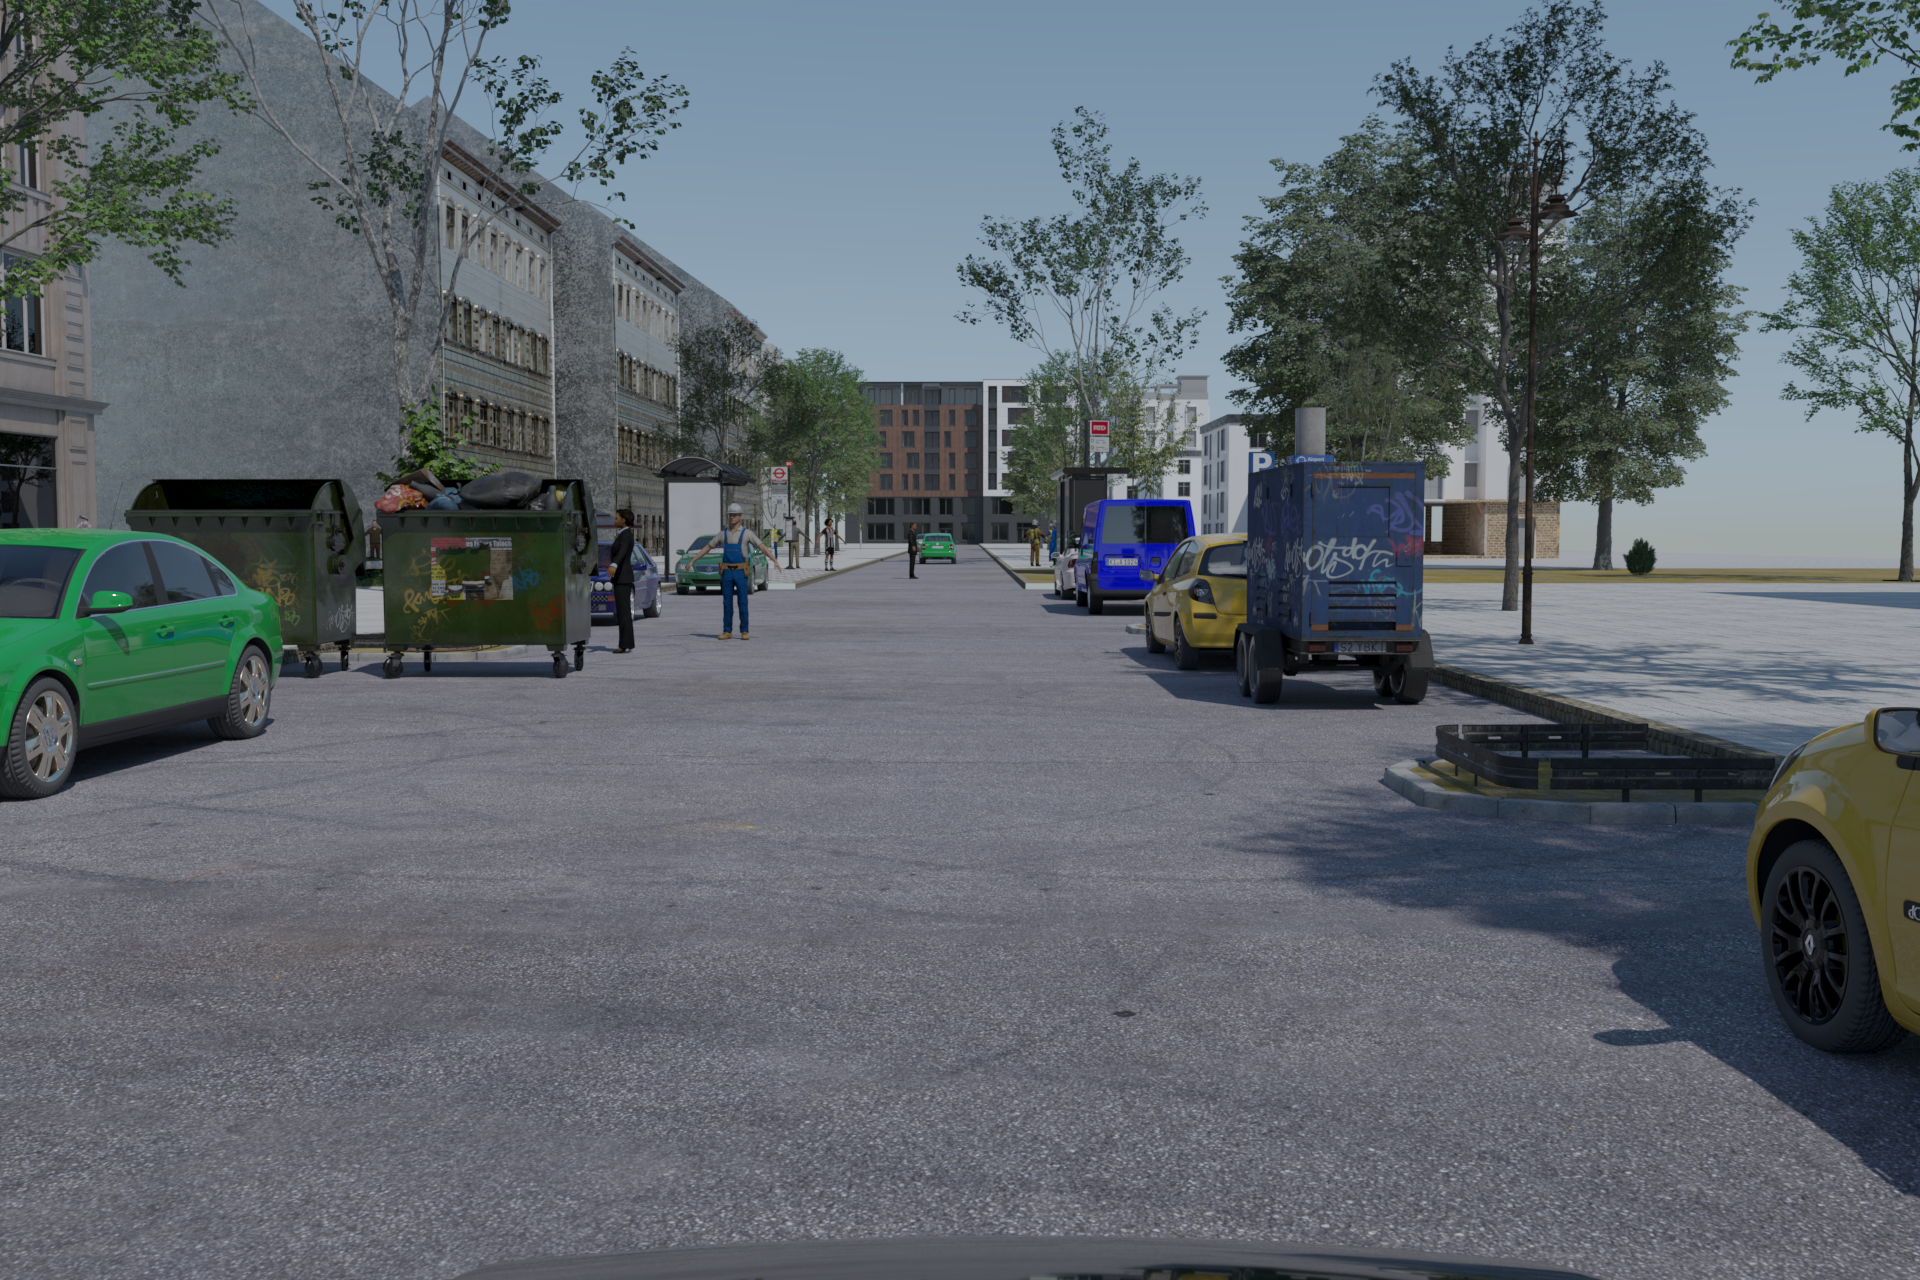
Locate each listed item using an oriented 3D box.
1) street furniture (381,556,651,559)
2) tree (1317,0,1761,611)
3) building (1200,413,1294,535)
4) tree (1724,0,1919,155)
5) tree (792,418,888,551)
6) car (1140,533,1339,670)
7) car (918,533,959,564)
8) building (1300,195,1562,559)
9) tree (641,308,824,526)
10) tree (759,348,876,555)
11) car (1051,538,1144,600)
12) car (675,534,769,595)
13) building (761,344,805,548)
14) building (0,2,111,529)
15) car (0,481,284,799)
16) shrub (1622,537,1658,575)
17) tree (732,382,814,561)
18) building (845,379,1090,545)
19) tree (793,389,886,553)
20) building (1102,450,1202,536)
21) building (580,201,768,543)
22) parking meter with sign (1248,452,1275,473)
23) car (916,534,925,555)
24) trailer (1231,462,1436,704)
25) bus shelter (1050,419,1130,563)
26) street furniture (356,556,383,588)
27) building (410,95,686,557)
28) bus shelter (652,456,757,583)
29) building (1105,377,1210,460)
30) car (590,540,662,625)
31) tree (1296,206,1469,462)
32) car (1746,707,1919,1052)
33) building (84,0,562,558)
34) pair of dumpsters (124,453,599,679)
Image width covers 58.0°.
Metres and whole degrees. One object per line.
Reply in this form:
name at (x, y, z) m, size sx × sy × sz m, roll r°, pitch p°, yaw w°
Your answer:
street furniture at (-15.670, -2.718, 60.061) m, size 10.072 × 0.657 × 5.734 m, roll 1°, pitch 4°, yaw 18°
tree at (9.528, -5.772, 28.792) m, size 7.601 × 10.594 × 8.767 m, roll -2°, pitch 4°, yaw -25°
building at (23.220, -10.955, 121.258) m, size 9.099 × 9.664 × 28.070 m, roll 0°, pitch 3°, yaw 0°
tree at (8.769, -5.320, 12.739) m, size 9.928 × 11.665 × 9.643 m, roll 0°, pitch 3°, yaw 0°
tree at (-9.173, -12.428, 128.953) m, size 9.928 × 11.665 × 9.643 m, roll 0°, pitch 3°, yaw 0°
car at (3.113, -0.578, 19.680) m, size 2.015 × 1.641 × 3.980 m, roll 0°, pitch 4°, yaw -1°
car at (-1.053, -4.584, 83.744) m, size 1.959 × 1.807 × 4.718 m, roll 0°, pitch 4°, yaw 0°
building at (25.565, -15.097, 103.250) m, size 16.016 × 20.090 × 11.380 m, roll 0°, pitch 4°, yaw 0°
tree at (-9.153, -8.330, 70.611) m, size 8.767 × 10.594 × 7.601 m, roll 2°, pitch 4°, yaw 24°
tree at (-9.142, -11.501, 106.166) m, size 7.486 × 12.596 × 7.792 m, roll 0°, pitch 3°, yaw 0°
car at (3.138, -1.644, 39.236) m, size 2.083 × 1.381 × 4.827 m, roll 0°, pitch 4°, yaw 0°
car at (-5.782, -1.873, 42.426) m, size 2.131 × 1.459 × 4.920 m, roll 0°, pitch 4°, yaw 0°
building at (-25.678, -18.974, 176.683) m, size 16.747 × 18.905 × 31.486 m, roll 0°, pitch 4°, yaw 0°
building at (-28.894, -13.715, 36.255) m, size 10.469 × 25.551 × 25.511 m, roll 0°, pitch 4°, yaw 1°
car at (-5.820, -0.120, 10.765) m, size 1.959 × 1.807 × 4.718 m, roll 0°, pitch 4°, yaw 0°
shrub at (21.152, -2.615, 53.870) m, size 1.383 × 1.207 × 1.383 m, roll 0°, pitch 3°, yaw 0°
tree at (-8.910, -8.041, 81.829) m, size 4.360 × 8.622 × 3.978 m, roll 0°, pitch 3°, yaw 0°
building at (1.066, -24.111, 240.647) m, size 32.646 × 21.610 × 27.936 m, roll 0°, pitch 4°, yaw 1°
tree at (-8.729, -11.706, 117.147) m, size 9.928 × 11.665 × 9.643 m, roll 0°, pitch 3°, yaw 0°
building at (21.017, -15.006, 187.493) m, size 9.099 × 9.664 × 28.070 m, roll 0°, pitch 4°, yaw 0°
building at (-24.560, -17.898, 123.561) m, size 19.493 × 23.208 × 18.063 m, roll 0°, pitch 4°, yaw 1°
parking meter with sign at (6.376, -2.423, 35.872) m, size 0.543 × 3.016 × 1.738 m, roll 0°, pitch 3°, yaw 0°
car at (-2.338, -6.628, 120.168) m, size 2.131 × 1.459 × 4.920 m, roll 0°, pitch 4°, yaw 0°
trailer at (3.187, -0.525, 15.632) m, size 1.471 × 1.999 × 3.904 m, roll 0°, pitch 3°, yaw 0°
bus shelter at (4.219, -4.939, 58.386) m, size 2.179 × 5.291 × 8.768 m, roll 0°, pitch 4°, yaw -1°
street furniture at (-15.175, -1.857, 45.984) m, size 5.734 × 0.657 × 10.072 m, roll 0°, pitch 4°, yaw 3°
building at (-26.485, -16.234, 96.355) m, size 19.493 × 23.208 × 18.063 m, roll 0°, pitch 4°, yaw 1°
bus shelter at (-6.940, -3.289, 47.702) m, size 2.014 × 3.302 × 5.546 m, roll 0°, pitch 4°, yaw 1°
building at (23.417, -22.107, 217.863) m, size 16.016 × 20.090 × 11.380 m, roll 0°, pitch 4°, yaw 1°
car at (-6.011, -0.967, 28.396) m, size 1.945 × 1.354 × 3.894 m, roll 0°, pitch 3°, yaw 0°
tree at (9.303, -5.445, 39.392) m, size 4.360 × 8.622 × 3.978 m, roll 0°, pitch 3°, yaw 0°
car at (3.213, 0.402, 3.654) m, size 2.015 × 1.641 × 3.980 m, roll 0°, pitch 4°, yaw -1°
building at (-29.057, -14.934, 75.096) m, size 19.493 × 23.208 × 18.063 m, roll 0°, pitch 4°, yaw 0°
pair of dumpsters at (-5.999, -0.771, 17.563) m, size 4.436 × 2.255 × 1.574 m, roll 0°, pitch 4°, yaw 1°
